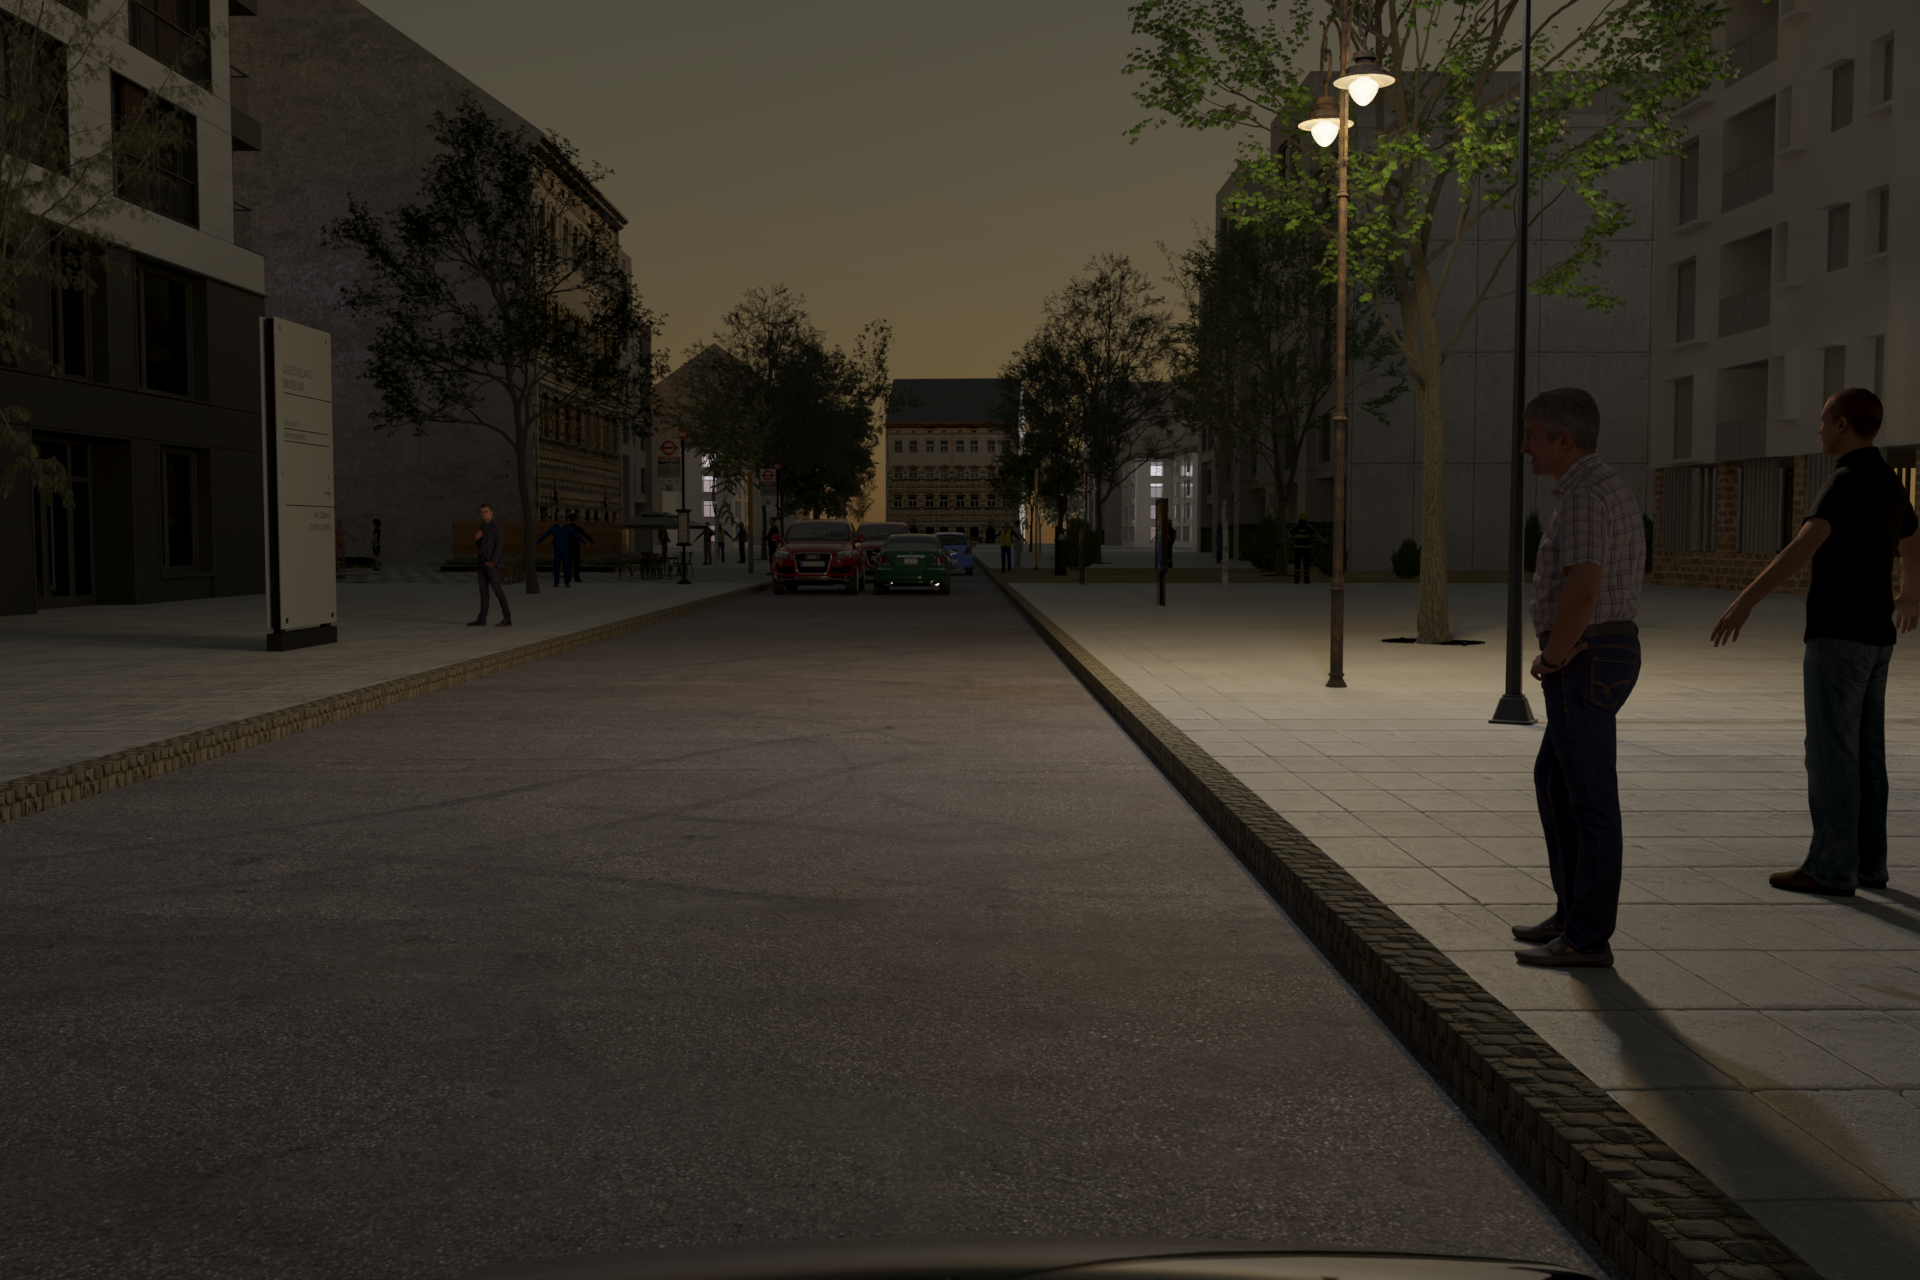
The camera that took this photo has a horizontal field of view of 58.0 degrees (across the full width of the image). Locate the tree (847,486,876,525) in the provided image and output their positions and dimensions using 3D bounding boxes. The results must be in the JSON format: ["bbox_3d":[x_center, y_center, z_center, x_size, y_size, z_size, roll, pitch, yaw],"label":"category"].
[{"bbox_3d":[-13.946,-17.868,242.497,4.737,8.622,4.395,0,3,0],"label":"tree"}]

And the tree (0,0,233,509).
[{"bbox_3d":[-9.543,-3.977,15.380,4.360,8.622,3.978,0,3,0],"label":"tree"}]

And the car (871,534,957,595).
[{"bbox_3d":[-1.131,-1.868,42.338,2.131,1.459,4.920,0,3,0],"label":"car"}]

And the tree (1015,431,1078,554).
[{"bbox_3d":[5.260,-9.738,109.576,4.737,8.622,4.395,0,3,0],"label":"tree"}]

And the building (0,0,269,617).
[{"bbox_3d":[-28.756,-10.803,20.604,27.936,21.610,32.646,0,4,0],"label":"building"}]

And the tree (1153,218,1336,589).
[{"bbox_3d":[6.182,-5.518,40.581,4.360,8.622,3.978,0,3,0],"label":"tree"}]

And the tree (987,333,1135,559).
[{"bbox_3d":[5.242,-9.959,88.591,9.928,11.665,9.643,0,3,0],"label":"tree"}]

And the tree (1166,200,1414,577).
[{"bbox_3d":[9.908,-7.745,52.386,9.928,11.665,9.643,0,3,0],"label":"tree"}]

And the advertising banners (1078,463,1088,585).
[{"bbox_3d":[3.113,-2.917,43.889,0.090,3.025,2.074,0,3,0],"label":"advertising banners"}]

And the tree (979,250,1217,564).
[{"bbox_3d":[6.103,-10.036,74.459,12.009,13.543,11.850,0,3,0],"label":"tree"}]

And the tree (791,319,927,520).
[{"bbox_3d":[-8.699,-18.065,151.253,12.611,20.169,13.585,0,3,0],"label":"tree"}]

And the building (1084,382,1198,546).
[{"bbox_3d":[24.548,-20.979,209.471,16.747,18.905,31.486,0,4,0],"label":"building"}]

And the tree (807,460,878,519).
[{"bbox_3d":[-10.242,-12.428,137.611,8.767,10.594,7.601,1,4,16],"label":"tree"}]

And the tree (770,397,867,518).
[{"bbox_3d":[-10.679,-12.433,129.042,9.928,11.665,9.643,0,3,0],"label":"tree"}]

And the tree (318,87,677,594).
[{"bbox_3d":[-9.531,-6.273,36.980,7.601,10.594,8.767,0,4,0],"label":"tree"}]

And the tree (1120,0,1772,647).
[{"bbox_3d":[5.392,-5.765,20.013,9.928,11.665,9.643,0,3,0],"label":"tree"}]

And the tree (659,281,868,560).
[{"bbox_3d":[-9.516,-10.640,84.341,12.009,13.543,11.850,0,3,0],"label":"tree"}]

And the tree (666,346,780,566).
[{"bbox_3d":[-9.479,-7.253,68.945,4.737,8.622,4.395,0,3,0],"label":"tree"}]

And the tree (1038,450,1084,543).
[{"bbox_3d":[15.012,-20.389,240.010,9.857,13.997,8.962,0,3,0],"label":"tree"}]

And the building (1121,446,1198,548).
[{"bbox_3d":[22.596,-14.467,178.674,9.099,9.664,28.070,0,4,-1],"label":"building"}]

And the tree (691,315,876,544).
[{"bbox_3d":[-10.212,-11.493,98.276,12.009,13.543,11.850,0,3,0],"label":"tree"}]

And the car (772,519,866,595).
[{"bbox_3d":[-3.427,-2.079,42.662,2.281,1.827,5.304,0,4,0],"label":"car"}]

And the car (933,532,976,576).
[{"bbox_3d":[-0.396,-3.143,60.973,1.945,1.707,3.694,0,4,-1],"label":"car"}]

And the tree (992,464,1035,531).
[{"bbox_3d":[5.083,-12.333,152.010,4.360,8.622,3.978,0,3,0],"label":"tree"}]

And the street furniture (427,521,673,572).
[{"bbox_3d":[-14.006,-3.272,60.358,11.010,1.723,9.812,0,4,6],"label":"street furniture"}]

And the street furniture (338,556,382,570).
[{"bbox_3d":[-26.412,-2.861,62.396,10.072,0.657,5.734,0,4,2],"label":"street furniture"}]

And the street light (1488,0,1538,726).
[{"bbox_3d":[4.303,-2.389,11.598,1.470,5.913,1.316,0,4,-1],"label":"street light"}]

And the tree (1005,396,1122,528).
[{"bbox_3d":[6.025,-10.017,98.186,7.601,10.594,8.767,-2,4,-34],"label":"tree"}]

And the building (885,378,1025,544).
[{"bbox_3d":[-0.322,-25.043,242.838,18.063,23.208,19.493,0,4,5],"label":"building"}]

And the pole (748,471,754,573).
[{"bbox_3d":[-6.827,-3.832,56.490,0.158,3.312,0.155,0,3,0],"label":"pole"}]

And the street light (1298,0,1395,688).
[{"bbox_3d":[3.156,-2.542,14.347,0.468,5.910,1.993,0,3,0],"label":"street light"}]

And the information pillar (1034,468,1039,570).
[{"bbox_3d":[2.731,-4.317,61.931,0.183,3.616,0.504,0,4,-1],"label":"information pillar"}]

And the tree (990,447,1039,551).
[{"bbox_3d":[4.638,-11.150,132.664,4.737,8.622,4.395,0,3,0],"label":"tree"}]

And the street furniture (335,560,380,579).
[{"bbox_3d":[-21.307,-2.545,48.470,11.010,1.723,9.812,0,4,-3],"label":"street furniture"}]

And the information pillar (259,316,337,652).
[{"bbox_3d":[-7.462,-1.729,19.580,0.184,3.620,1.656,0,4,0],"label":"information pillar"}]

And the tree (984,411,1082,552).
[{"bbox_3d":[5.309,-11.482,122.135,7.601,10.594,8.767,-2,4,-26],"label":"tree"}]

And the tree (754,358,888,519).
[{"bbox_3d":[-9.678,-12.854,116.819,9.857,13.997,8.962,0,3,0],"label":"tree"}]

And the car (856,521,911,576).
[{"bbox_3d":[-2.326,-2.680,52.488,2.281,1.827,5.304,0,4,-1],"label":"car"}]
